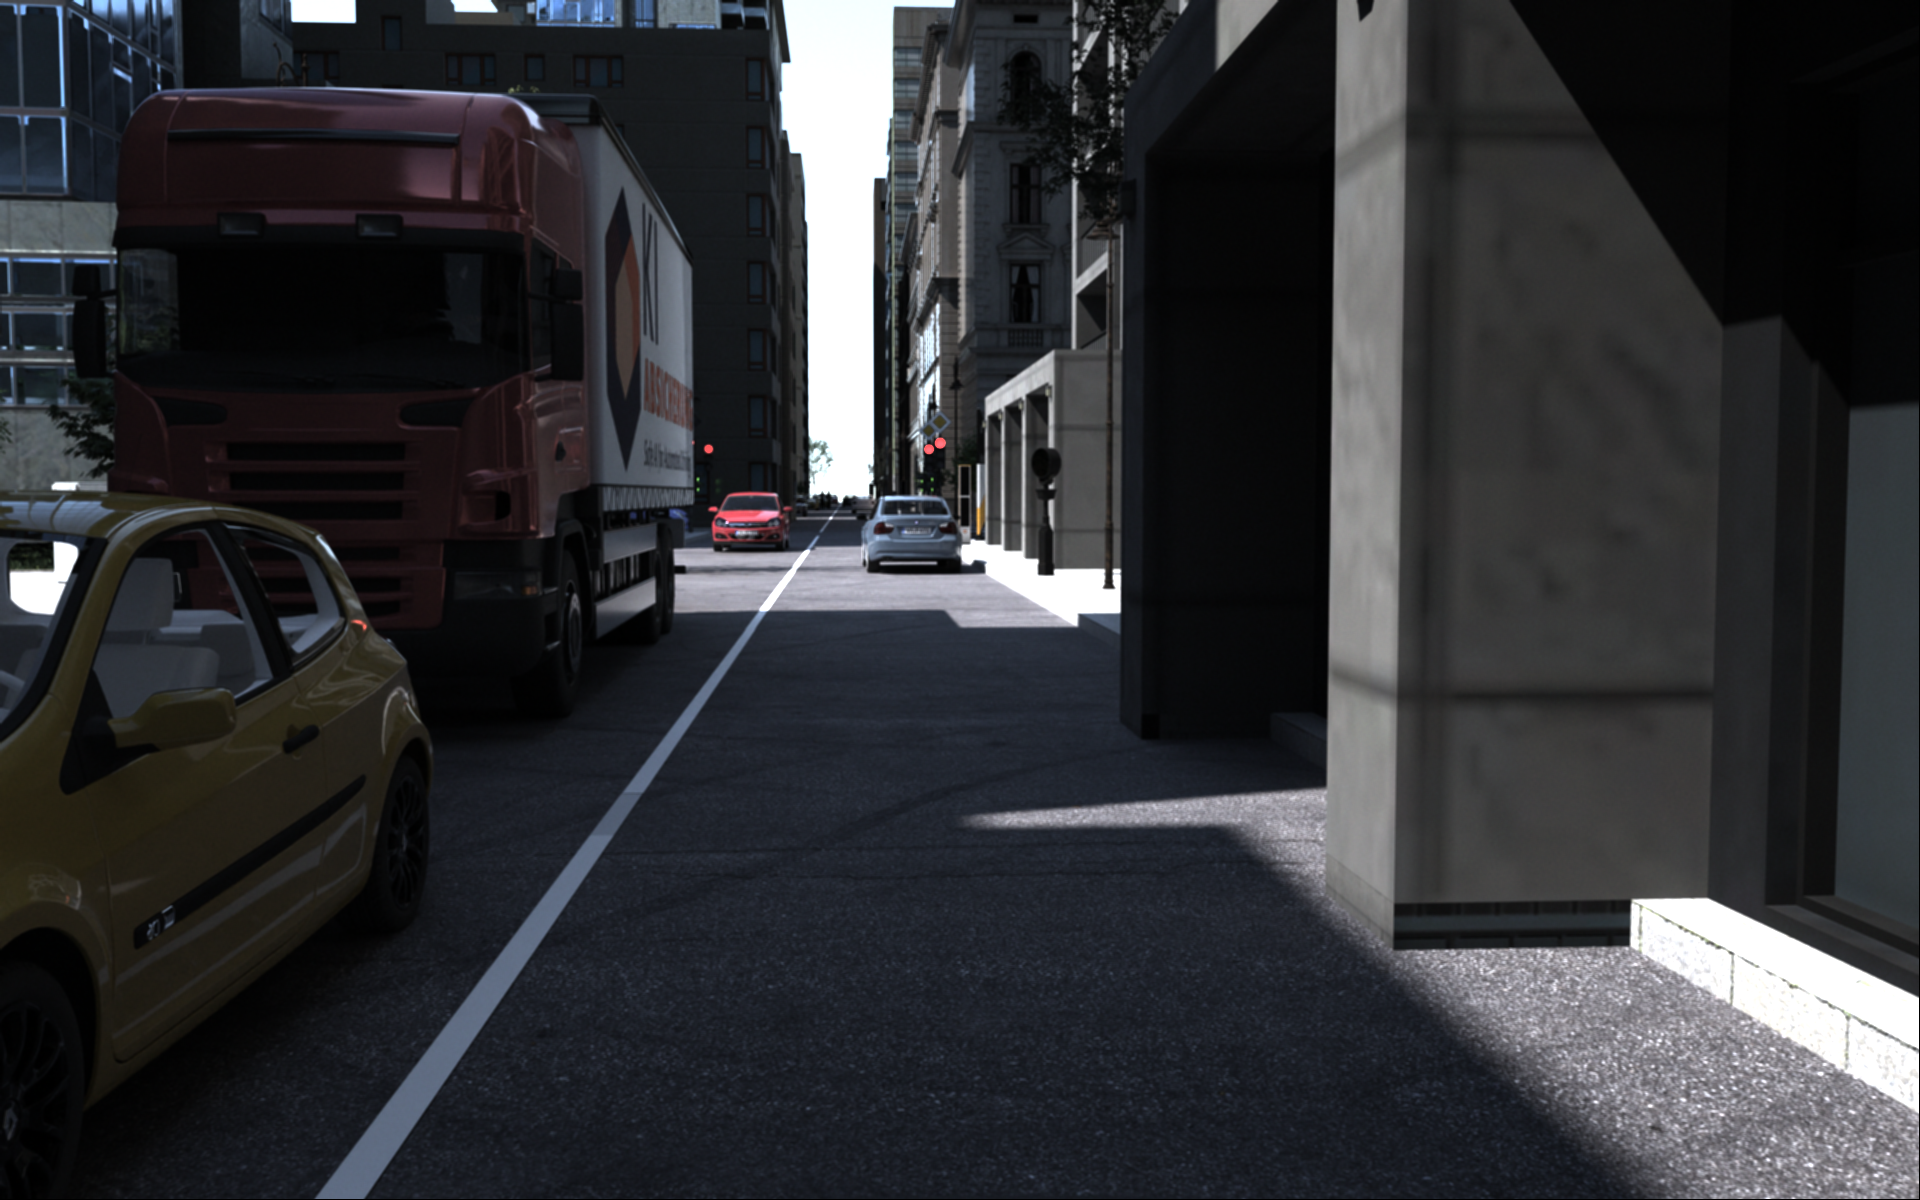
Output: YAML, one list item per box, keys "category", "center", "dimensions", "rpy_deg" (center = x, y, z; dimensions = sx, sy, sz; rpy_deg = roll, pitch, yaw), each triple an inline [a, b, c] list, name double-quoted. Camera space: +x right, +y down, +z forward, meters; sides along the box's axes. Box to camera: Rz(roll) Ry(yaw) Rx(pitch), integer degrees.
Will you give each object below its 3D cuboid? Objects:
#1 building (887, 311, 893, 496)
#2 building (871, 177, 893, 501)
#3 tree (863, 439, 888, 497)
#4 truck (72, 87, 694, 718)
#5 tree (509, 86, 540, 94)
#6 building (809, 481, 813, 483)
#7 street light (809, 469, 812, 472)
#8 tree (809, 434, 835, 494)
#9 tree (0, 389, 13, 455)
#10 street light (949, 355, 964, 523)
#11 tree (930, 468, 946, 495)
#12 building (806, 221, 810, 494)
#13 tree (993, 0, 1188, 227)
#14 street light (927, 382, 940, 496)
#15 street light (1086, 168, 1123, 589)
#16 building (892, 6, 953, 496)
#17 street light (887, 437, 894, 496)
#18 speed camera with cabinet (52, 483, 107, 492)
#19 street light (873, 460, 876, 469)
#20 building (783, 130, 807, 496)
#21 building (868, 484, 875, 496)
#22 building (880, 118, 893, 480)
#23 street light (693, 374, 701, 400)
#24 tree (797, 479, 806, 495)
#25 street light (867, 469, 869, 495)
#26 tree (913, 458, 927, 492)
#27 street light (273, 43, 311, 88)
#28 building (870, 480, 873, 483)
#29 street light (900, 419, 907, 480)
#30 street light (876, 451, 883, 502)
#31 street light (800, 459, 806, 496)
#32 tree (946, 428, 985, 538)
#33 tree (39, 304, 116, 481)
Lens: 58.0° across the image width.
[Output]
- category: "building"
  center: [6.902, -20.038, 172.658]
  dimensions: [27.650, 21.520, 28.899]
  rpy_deg: [0, 4, -4]
- category: "building"
  center: [-5.007, -36.018, 239.007]
  dimensions: [14.600, 45.320, 14.200]
  rpy_deg: [0, 4, -4]
- category: "tree"
  center: [-10.500, -16.898, 226.637]
  dimensions: [4.360, 8.622, 3.978]
  rpy_deg: [0, 3, 0]
- category: "truck"
  center: [-3.900, -1.559, 14.405]
  dimensions: [2.839, 4.237, 11.283]
  rpy_deg: [0, 4, -4]
- category: "tree"
  center: [-8.321, -4.917, 30.764]
  dimensions: [4.737, 8.622, 4.395]
  rpy_deg: [0, 3, 0]
- category: "building"
  center: [-35.469, -40.034, 274.167]
  dimensions: [23.786, 49.044, 30.456]
  rpy_deg: [0, 4, -4]
- category: "street light"
  center: [-22.525, -17.582, 260.248]
  dimensions: [0.468, 5.910, 1.993]
  rpy_deg: [0, 4, -4]
- category: "tree"
  center: [-25.286, -22.899, 300.150]
  dimensions: [9.928, 11.665, 9.643]
  rpy_deg: [0, 3, 0]
- category: "tree"
  center: [-20.039, -3.015, 33.011]
  dimensions: [4.285, 4.588, 4.351]
  rpy_deg: [0, 3, 0]
- category: "street light"
  center: [-0.133, -5.196, 57.737]
  dimensions: [0.468, 5.910, 1.993]
  rpy_deg: [0, 4, -4]
- category: "tree"
  center: [0.177, -3.683, 54.825]
  dimensions: [1.663, 3.219, 1.824]
  rpy_deg: [0, 3, 0]
- category: "building"
  center: [-29.168, -34.751, 251.775]
  dimensions: [14.154, 41.232, 14.086]
  rpy_deg: [0, 4, -4]
- category: "tree"
  center: [3.823, -4.925, 14.933]
  dimensions: [7.601, 10.594, 8.767]
  rpy_deg: [0, 3, 0]
- category: "street light"
  center: [-1.103, -6.047, 71.654]
  dimensions: [0.468, 5.910, 1.993]
  rpy_deg: [0, 4, -4]
- category: "street light"
  center: [2.012, -3.086, 23.241]
  dimensions: [0.468, 5.910, 1.993]
  rpy_deg: [0, 4, -4]
- category: "building"
  center: [1.130, -28.516, 149.831]
  dimensions: [14.154, 41.232, 14.086]
  rpy_deg: [0, 4, -4]
- category: "street light"
  center: [-6.016, -10.695, 147.652]
  dimensions: [0.468, 5.910, 1.993]
  rpy_deg: [0, 4, -4]
- category: "speed camera with cabinet"
  center: [-12.279, -1.907, 25.512]
  dimensions: [0.660, 3.252, 2.038]
  rpy_deg: [2, 4, 27]
- category: "street light"
  center: [-10.462, -14.926, 216.833]
  dimensions: [0.468, 5.910, 1.993]
  rpy_deg: [0, 4, -4]
- category: "building"
  center: [-31.642, -37.281, 233.244]
  dimensions: [21.300, 48.544, 21.600]
  rpy_deg: [0, 4, -4]
- category: "building"
  center: [0.858, -36.527, 289.102]
  dimensions: [32.217, 40.220, 23.993]
  rpy_deg: [0, 4, -4]
- category: "building"
  center: [2.707, -35.616, 201.934]
  dimensions: [23.786, 49.044, 30.456]
  rpy_deg: [0, 4, -4]
- category: "street light"
  center: [-9.956, -5.697, 65.940]
  dimensions: [0.468, 5.910, 1.993]
  rpy_deg: [0, 4, -4]
- category: "tree"
  center: [-19.843, -13.541, 215.997]
  dimensions: [1.663, 3.219, 1.824]
  rpy_deg: [0, 3, 0]
- category: "street light"
  center: [-13.676, -17.920, 265.784]
  dimensions: [0.468, 5.910, 1.993]
  rpy_deg: [0, 4, -4]
- category: "tree"
  center: [-1.349, -5.084, 77.720]
  dimensions: [1.663, 3.219, 1.824]
  rpy_deg: [0, 3, 0]
- category: "street light"
  center: [-6.880, -2.788, 18.378]
  dimensions: [0.468, 5.910, 1.993]
  rpy_deg: [0, 4, -4]
- category: "building"
  center: [-1.658, -39.256, 261.441]
  dimensions: [23.786, 49.044, 30.456]
  rpy_deg: [0, 4, -4]
- category: "street light"
  center: [-3.449, -8.159, 106.179]
  dimensions: [0.468, 5.910, 1.993]
  rpy_deg: [0, 4, -4]
- category: "street light"
  center: [-8.317, -12.819, 182.377]
  dimensions: [0.468, 5.910, 1.993]
  rpy_deg: [0, 4, -4]
- category: "street light"
  center: [-20.273, -15.483, 225.938]
  dimensions: [0.468, 5.910, 1.993]
  rpy_deg: [0, 4, -4]
- category: "tree"
  center: [0.531, -3.438, 50.809]
  dimensions: [1.663, 3.219, 1.824]
  rpy_deg: [0, 3, 0]
- category: "tree"
  center: [-7.175, -1.262, 15.230]
  dimensions: [1.663, 3.219, 1.824]
  rpy_deg: [0, 3, 0]
